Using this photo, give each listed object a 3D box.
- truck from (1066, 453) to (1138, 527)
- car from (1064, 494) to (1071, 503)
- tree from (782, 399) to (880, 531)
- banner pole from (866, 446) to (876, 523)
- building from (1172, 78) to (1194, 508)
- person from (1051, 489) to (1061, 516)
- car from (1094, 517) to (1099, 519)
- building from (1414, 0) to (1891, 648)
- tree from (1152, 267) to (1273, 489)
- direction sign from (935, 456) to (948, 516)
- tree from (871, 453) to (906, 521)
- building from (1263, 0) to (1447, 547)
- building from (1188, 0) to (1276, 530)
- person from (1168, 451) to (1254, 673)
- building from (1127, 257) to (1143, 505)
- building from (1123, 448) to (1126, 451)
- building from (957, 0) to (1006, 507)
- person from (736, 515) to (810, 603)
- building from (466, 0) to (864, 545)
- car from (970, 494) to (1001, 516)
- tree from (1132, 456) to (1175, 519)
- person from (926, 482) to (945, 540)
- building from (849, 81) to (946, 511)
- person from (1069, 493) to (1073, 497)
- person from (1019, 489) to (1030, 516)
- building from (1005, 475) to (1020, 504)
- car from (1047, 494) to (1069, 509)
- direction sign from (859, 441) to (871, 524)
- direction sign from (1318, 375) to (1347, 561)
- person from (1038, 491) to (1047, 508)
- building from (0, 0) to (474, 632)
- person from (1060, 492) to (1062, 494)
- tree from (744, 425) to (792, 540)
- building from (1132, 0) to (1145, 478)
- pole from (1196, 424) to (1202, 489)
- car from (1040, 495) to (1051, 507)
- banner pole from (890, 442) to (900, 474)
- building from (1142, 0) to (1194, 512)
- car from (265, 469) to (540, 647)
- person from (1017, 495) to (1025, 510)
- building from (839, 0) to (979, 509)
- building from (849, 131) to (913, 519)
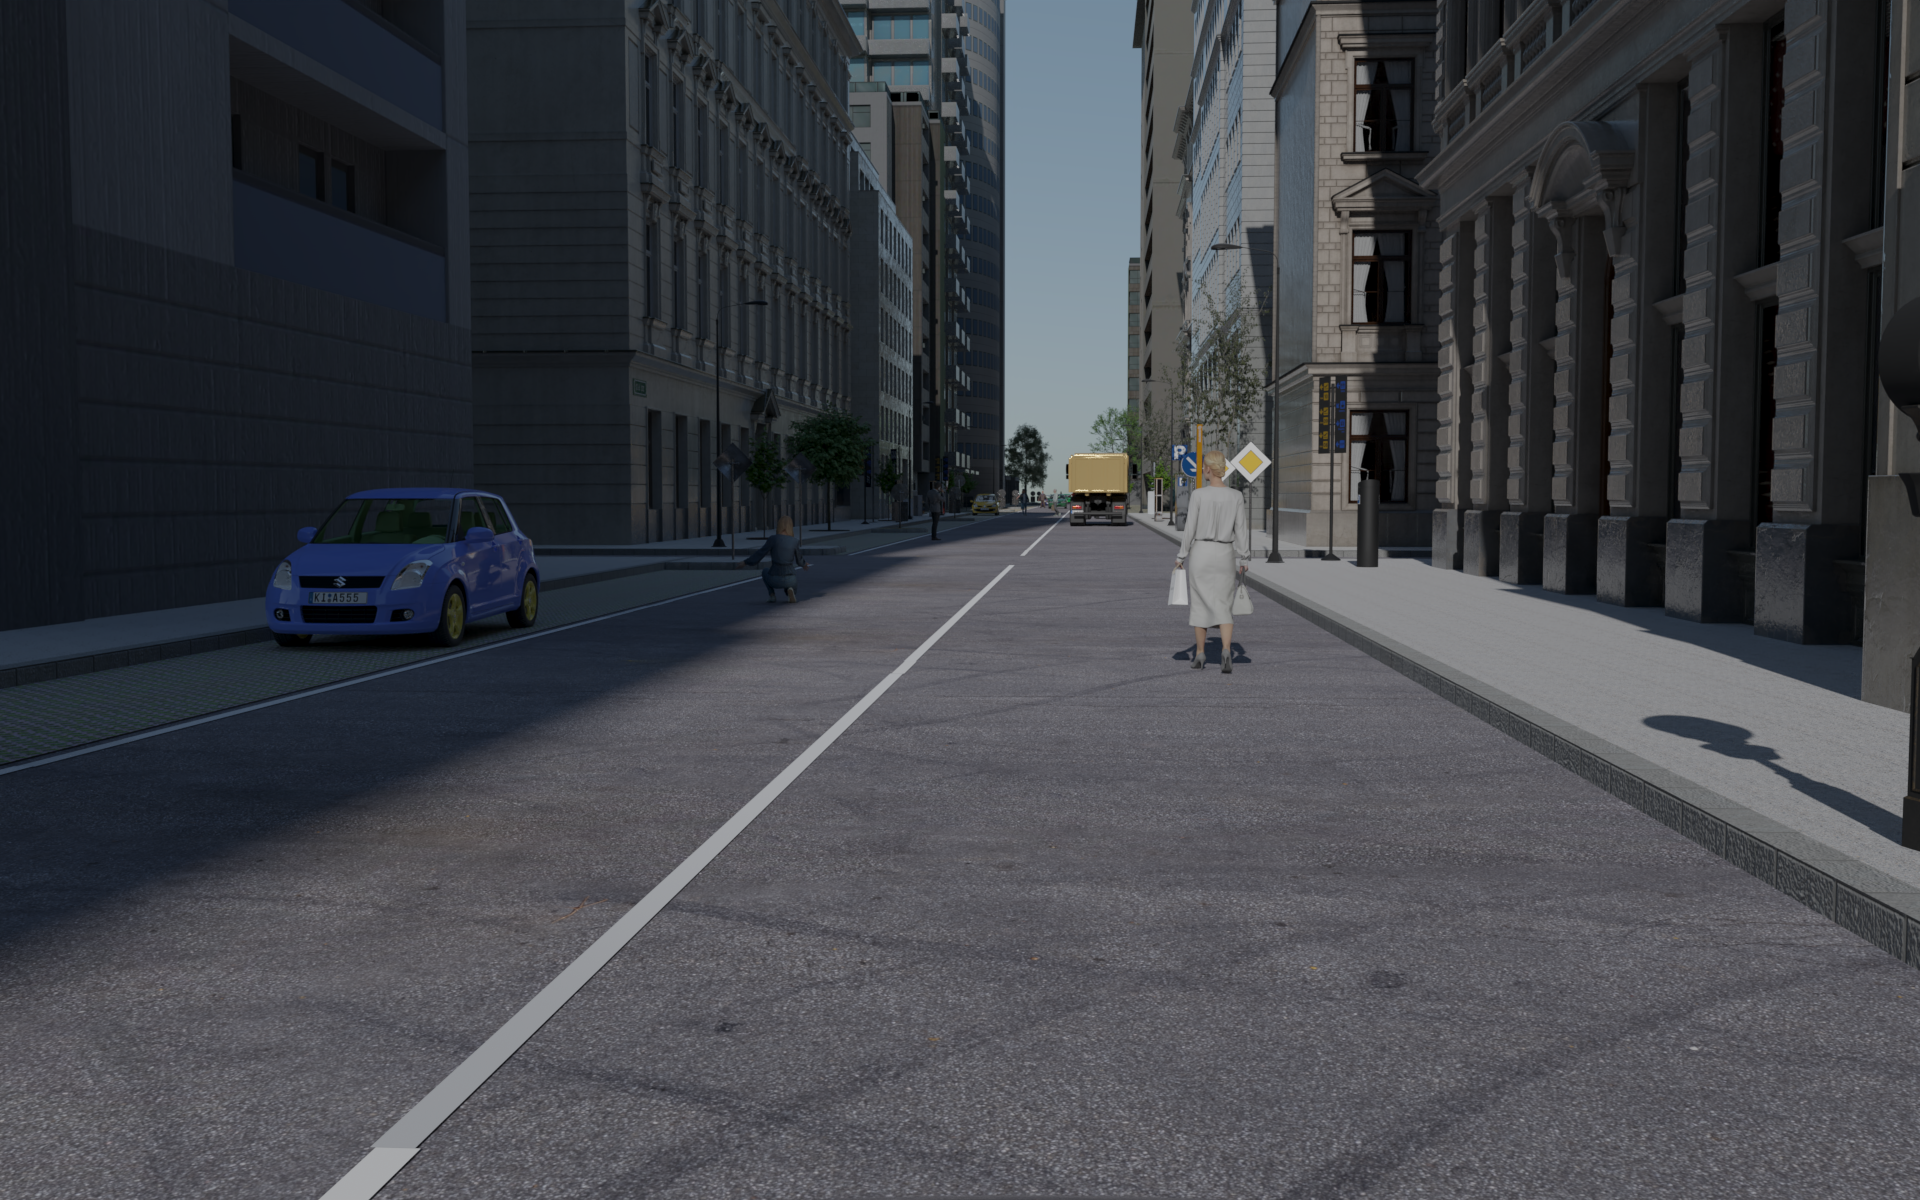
[{"bbox_3d":[6.483,-5.155,80.209,3.469,3.379,9.791,0,4,6],"label":"truck"},{"bbox_3d":[14.193,-13.667,232.252,1.959,1.807,4.718,0,4,5],"label":"car"},{"bbox_3d":[-4.460,-4.665,59.994,4.285,4.588,4.351,0,3,0],"label":"tree"},{"bbox_3d":[-4.060,-5.402,78.331,0.401,3.779,0.863,-3,4,-38],"label":"banner pole"},{"bbox_3d":[19.977,-19.288,102.752,14.401,28.519,23.554,0,4,4],"label":"building"},{"bbox_3d":[6.231,-6.332,112.515,0.515,1.767,0.782,-1,4,-8],"label":"person"},{"bbox_3d":[8.693,-5.547,100.917,2.015,1.641,3.980,0,4,2],"label":"car"},{"bbox_3d":[12.423,-11.707,20.292,11.050,23.489,19.941,0,4,4],"label":"building"},{"bbox_3d":[8.534,-6.503,56.684,4.360,8.622,3.978,0,3,0],"label":"tree"},{"bbox_3d":[-1.112,-6.830,103.665,0.876,3.537,0.379,-2,4,-27],"label":"direction sign"},{"bbox_3d":[-3.310,-5.350,82.075,1.663,3.219,1.824,0,3,0],"label":"tree"},{"bbox_3d":[17.811,-11.067,45.572,19.286,19.102,10.561,0,4,4],"label":"building"},{"bbox_3d":[16.475,-18.239,75.701,11.434,29.767,29.804,0,4,4],"label":"building"},{"bbox_3d":[2.014,-0.311,13.933,0.694,1.780,0.624,1,4,11],"label":"person"},{"bbox_3d":[27.464,-26.906,211.607,14.160,30.474,14.107,0,4,4],"label":"building"},{"bbox_3d":[33.620,-56.249,232.349,22.319,86.520,31.000,0,4,4],"label":"building"},{"bbox_3d":[-6.544,-38.804,176.441,21.231,58.520,28.212,0,4,4],"label":"building"},{"bbox_3d":[-2.465,-0.549,22.968,1.012,1.151,0.738,-1,4,-11],"label":"person"},{"bbox_3d":[-14.528,-17.617,64.455,17.030,29.872,44.131,0,4,4],"label":"building"},{"bbox_3d":[1.722,-6.409,115.008,2.015,1.641,3.980,0,4,3],"label":"car"},{"bbox_3d":[10.219,-5.765,88.857,1.663,3.219,1.824,0,3,0],"label":"tree"},{"bbox_3d":[-0.754,-2.754,53.711,0.473,1.802,0.592,-2,4,-29],"label":"person"},{"bbox_3d":[-8.606,-21.617,125.143,14.160,30.474,14.107,0,4,4],"label":"building"},{"bbox_3d":[13.377,-11.964,204.066,1.348,1.831,0.705,1,4,22],"label":"person"},{"bbox_3d":[4.202,-6.413,113.702,0.623,1.781,0.721,-1,4,-22],"label":"person"},{"bbox_3d":[-1.533,-50.018,256.040,20.563,71.187,20.611,0,4,4],"label":"building"},{"bbox_3d":[9.557,-9.639,169.389,2.131,1.459,4.920,0,4,4],"label":"car"},{"bbox_3d":[-4.034,-4.990,73.576,0.379,3.537,0.876,2,4,33],"label":"direction sign"},{"bbox_3d":[7.155,-2.527,33.318,0.379,3.537,0.876,-2,4,-23],"label":"direction sign"},{"bbox_3d":[8.409,-10.203,175.867,0.990,1.755,0.434,1,4,23],"label":"person"},{"bbox_3d":[-22.400,-29.464,23.740,28.212,58.520,21.231,0,4,4],"label":"building"},{"bbox_3d":[14.400,-14.592,247.167,1.348,1.812,0.705,-2,4,-31],"label":"person"},{"bbox_3d":[-5.397,-3.319,48.869,1.663,3.219,1.824,0,3,0],"label":"tree"},{"bbox_3d":[32.050,-35.827,175.002,28.713,52.752,27.495,0,4,4],"label":"building"},{"bbox_3d":[6.999,-3.479,50.719,0.158,3.312,0.155,0,3,0],"label":"pole"},{"bbox_3d":[9.814,-10.897,190.738,1.945,1.354,3.894,0,4,3],"label":"car"},{"bbox_3d":[-3.114,-5.758,84.156,0.401,3.779,0.863,-3,5,-44],"label":"banner pole"},{"bbox_3d":[25.431,-31.304,135.516,21.300,48.544,21.600,0,4,4],"label":"building"},{"bbox_3d":[-5.472,-0.469,17.260,1.945,1.707,3.694,0,4,3],"label":"car"},{"bbox_3d":[5.680,-9.023,156.731,1.217,1.736,0.721,0,4,-1],"label":"person"},{"bbox_3d":[-10.791,-32.283,147.435,23.786,49.044,30.456,0,4,4],"label":"building"},{"bbox_3d":[-8.629,-14.736,95.678,10.420,20.320,16.860,0,4,4],"label":"building"}]
